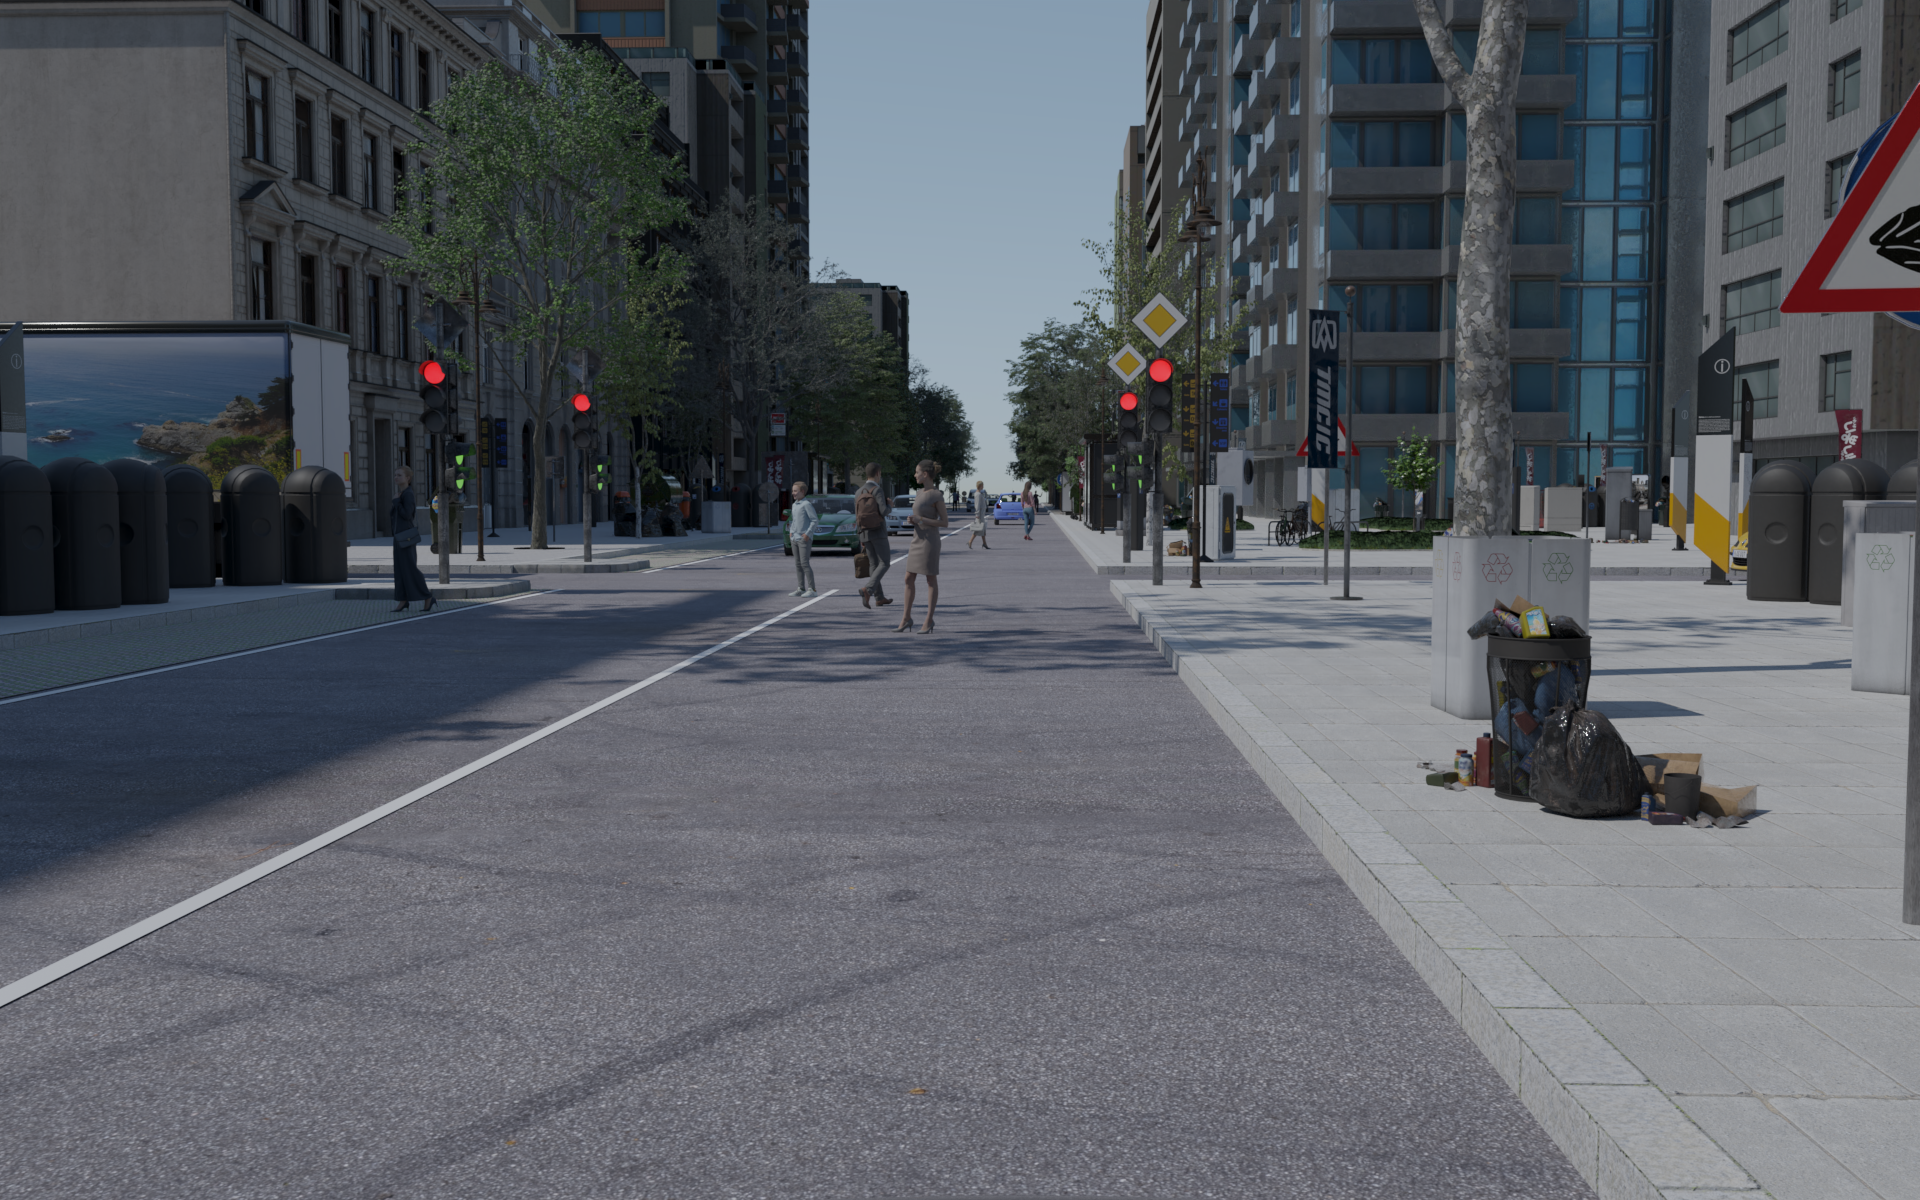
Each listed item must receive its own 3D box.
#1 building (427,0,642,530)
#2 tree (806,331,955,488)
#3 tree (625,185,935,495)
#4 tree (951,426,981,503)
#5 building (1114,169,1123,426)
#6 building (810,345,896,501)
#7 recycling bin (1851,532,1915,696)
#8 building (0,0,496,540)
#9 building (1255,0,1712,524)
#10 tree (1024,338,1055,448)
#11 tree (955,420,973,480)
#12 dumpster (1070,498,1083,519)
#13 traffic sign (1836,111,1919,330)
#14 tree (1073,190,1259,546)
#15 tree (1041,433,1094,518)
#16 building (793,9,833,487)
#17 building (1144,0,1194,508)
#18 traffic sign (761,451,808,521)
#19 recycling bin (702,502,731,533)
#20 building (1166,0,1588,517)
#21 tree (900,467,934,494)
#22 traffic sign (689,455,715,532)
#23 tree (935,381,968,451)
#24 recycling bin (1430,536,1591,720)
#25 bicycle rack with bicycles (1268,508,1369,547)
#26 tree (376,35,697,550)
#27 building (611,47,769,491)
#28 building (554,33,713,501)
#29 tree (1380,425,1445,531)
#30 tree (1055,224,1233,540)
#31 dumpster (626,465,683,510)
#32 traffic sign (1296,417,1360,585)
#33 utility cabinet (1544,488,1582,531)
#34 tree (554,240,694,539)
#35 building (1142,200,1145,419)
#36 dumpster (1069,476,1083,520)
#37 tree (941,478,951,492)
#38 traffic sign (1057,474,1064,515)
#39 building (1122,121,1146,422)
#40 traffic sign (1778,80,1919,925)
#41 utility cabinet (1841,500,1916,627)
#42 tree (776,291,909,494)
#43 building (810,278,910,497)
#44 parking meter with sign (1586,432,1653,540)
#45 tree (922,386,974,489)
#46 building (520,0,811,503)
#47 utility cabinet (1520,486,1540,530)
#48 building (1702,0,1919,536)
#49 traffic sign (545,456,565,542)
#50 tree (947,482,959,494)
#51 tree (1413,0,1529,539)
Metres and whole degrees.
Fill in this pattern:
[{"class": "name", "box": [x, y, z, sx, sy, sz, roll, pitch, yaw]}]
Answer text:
[{"class": "building", "box": [-22.312, -14.082, 72.035, 13.314, 21.916, 24.055, 0, 4, 2]}, {"class": "tree", "box": [-6.301, -12.402, 119.780, 9.611, 12.733, 9.660, 0, 3, 0]}, {"class": "tree", "box": [-8.368, -9.708, 69.089, 12.009, 13.543, 11.850, 0, 3, 0]}, {"class": "tree", "box": [-0.621, -20.466, 260.372, 9.928, 11.665, 9.643, 0, 3, 0]}, {"class": "building", "box": [26.846, -32.821, 220.224, 14.154, 41.232, 14.086, 0, 4, 2]}, {"class": "building", "box": [-22.959, -22.643, 215.254, 27.650, 21.520, 28.899, 0, 4, 2]}, {"class": "recycling bin", "box": [6.304, 0.081, 11.232, 0.722, 1.027, 0.722, -3, 5, -40]}, {"class": "building", "box": [-21.605, -11.365, 50.441, 10.561, 19.102, 19.286, 0, 4, 2]}, {"class": "building", "box": [25.811, -28.555, 86.477, 23.786, 49.044, 30.456, 0, 4, 2]}, {"class": "tree", "box": [5.013, -7.475, 72.573, 4.360, 8.622, 3.978, 0, 3, 0]}, {"class": "tree", "box": [-3.487, -15.732, 174.231, 9.611, 12.733, 9.660, 0, 3, 0]}, {"class": "dumpster", "box": [6.286, -5.101, 89.165, 1.264, 1.857, 1.865, 0, 4, 2]}, {"class": "traffic sign", "box": [3.186, -0.336, 5.598, 0.768, 2.556, 0.104, 0, 4, 5]}, {"class": "tree", "box": [4.917, -5.643, 42.631, 4.737, 8.622, 4.395, 0, 3, 0]}, {"class": "tree", "box": [7.149, -6.733, 93.791, 4.285, 4.588, 4.351, 0, 3, 0]}, {"class": "building", "box": [-22.588, -44.200, 160.926, 20.563, 71.187, 20.611, 0, 4, 2]}, {"class": "building", "box": [27.258, -32.129, 149.005, 21.300, 48.544, 21.600, 0, 4, 2]}, {"class": "traffic sign", "box": [-8.343, -5.407, 82.283, 2.265, 3.308, 0.079, 1, 4, 9]}, {"class": "recycling bin", "box": [-8.000, -2.710, 56.854, 0.722, 1.027, 0.722, -3, 5, -41]}, {"class": "building", "box": [27.345, -30.787, 122.984, 23.786, 49.044, 30.456, 0, 4, 2]}, {"class": "tree", "box": [-4.149, -11.041, 164.234, 4.285, 4.588, 4.351, 0, 3, 0]}, {"class": "traffic sign", "box": [-8.637, -3.544, 57.952, 0.884, 2.594, 0.081, 0, 4, 8]}, {"class": "tree", "box": [-4.492, -14.523, 147.822, 12.009, 13.543, 11.850, 0, 3, 0]}, {"class": "recycling bin", "box": [3.215, 0.147, 10.158, 0.722, 1.027, 0.722, 0, 4, -1]}, {"class": "bicycle rack with bicycles", "box": [8.682, -1.805, 42.893, 2.852, 0.926, 2.925, 3, 5, 42]}, {"class": "tree", "box": [-9.619, -6.976, 39.816, 9.928, 11.665, 9.643, 0, 3, 0]}, {"class": "building", "box": [-20.906, -21.053, 115.917, 14.160, 30.474, 14.107, 0, 4, 2]}, {"class": "building", "box": [-20.762, -16.035, 91.850, 12.332, 23.373, 15.834, 0, 4, 2]}, {"class": "tree", "box": [12.817, -3.320, 48.876, 1.663, 3.219, 1.824, 0, 3, 0]}, {"class": "tree", "box": [5.439, -5.989, 48.283, 4.360, 8.622, 3.978, 0, 3, 0]}, {"class": "dumpster", "box": [-10.045, -3.330, 56.943, 1.502, 2.255, 1.985, 0, 4, 2]}, {"class": "traffic sign", "box": [5.150, -1.486, 24.307, 0.884, 2.594, 0.081, 0, 4, 4]}, {"class": "utility cabinet", "box": [20.385, -3.051, 58.559, 1.173, 1.500, 0.318, 0, 4, -3]}, {"class": "tree", "box": [-9.414, -6.062, 49.482, 4.737, 8.622, 4.395, 0, 3, 0]}, {"class": "building", "box": [24.581, -24.213, 167.580, 14.160, 30.474, 14.107, 0, 4, 2]}, {"class": "dumpster", "box": [6.144, -5.067, 85.339, 1.502, 2.255, 1.985, 0, 4, 3]}, {"class": "tree", "box": [-1.642, -17.540, 237.134, 4.737, 8.622, 4.395, 0, 3, 0]}, {"class": "traffic sign", "box": [6.283, -6.448, 105.525, 0.768, 2.556, 0.104, 1, 4, 11]}, {"class": "building", "box": [26.611, -33.995, 205.934, 14.600, 45.320, 14.200, 0, 4, 2]}, {"class": "traffic sign", "box": [2.853, -0.312, 5.102, 0.884, 2.594, 0.081, 0, 4, 8]}, {"class": "utility cabinet", "box": [9.087, -0.346, 16.825, 1.020, 1.237, 0.306, -1, 4, -17]}, {"class": "tree", "box": [-6.764, -10.974, 97.554, 7.486, 12.596, 7.792, 0, 3, 0]}, {"class": "building", "box": [-14.390, -28.434, 236.589, 14.160, 30.474, 14.107, 0, 4, 2]}, {"class": "parking meter with sign", "box": [18.365, -3.178, 48.220, 1.738, 3.016, 0.543, 1, 4, 22]}, {"class": "tree", "box": [-2.763, -18.160, 203.562, 9.857, 13.997, 8.962, 0, 3, 0]}, {"class": "building", "box": [-23.822, -29.507, 137.069, 22.147, 44.769, 28.867, 0, 4, 2]}, {"class": "utility cabinet", "box": [14.962, -2.316, 46.548, 0.318, 1.500, 1.173, -3, 5, -41]}, {"class": "building", "box": [29.608, -16.781, 46.067, 14.107, 30.474, 14.160, 0, 4, 2]}, {"class": "traffic sign", "box": [-10.914, -2.715, 46.523, 0.606, 2.300, 0.079, 0, 4, 3]}, {"class": "tree", "box": [-1.002, -15.580, 249.337, 1.663, 3.219, 1.824, 0, 3, 0]}, {"class": "tree", "box": [4.613, -9.594, 12.746, 12.611, 20.169, 13.585, 0, 3, 0]}]
